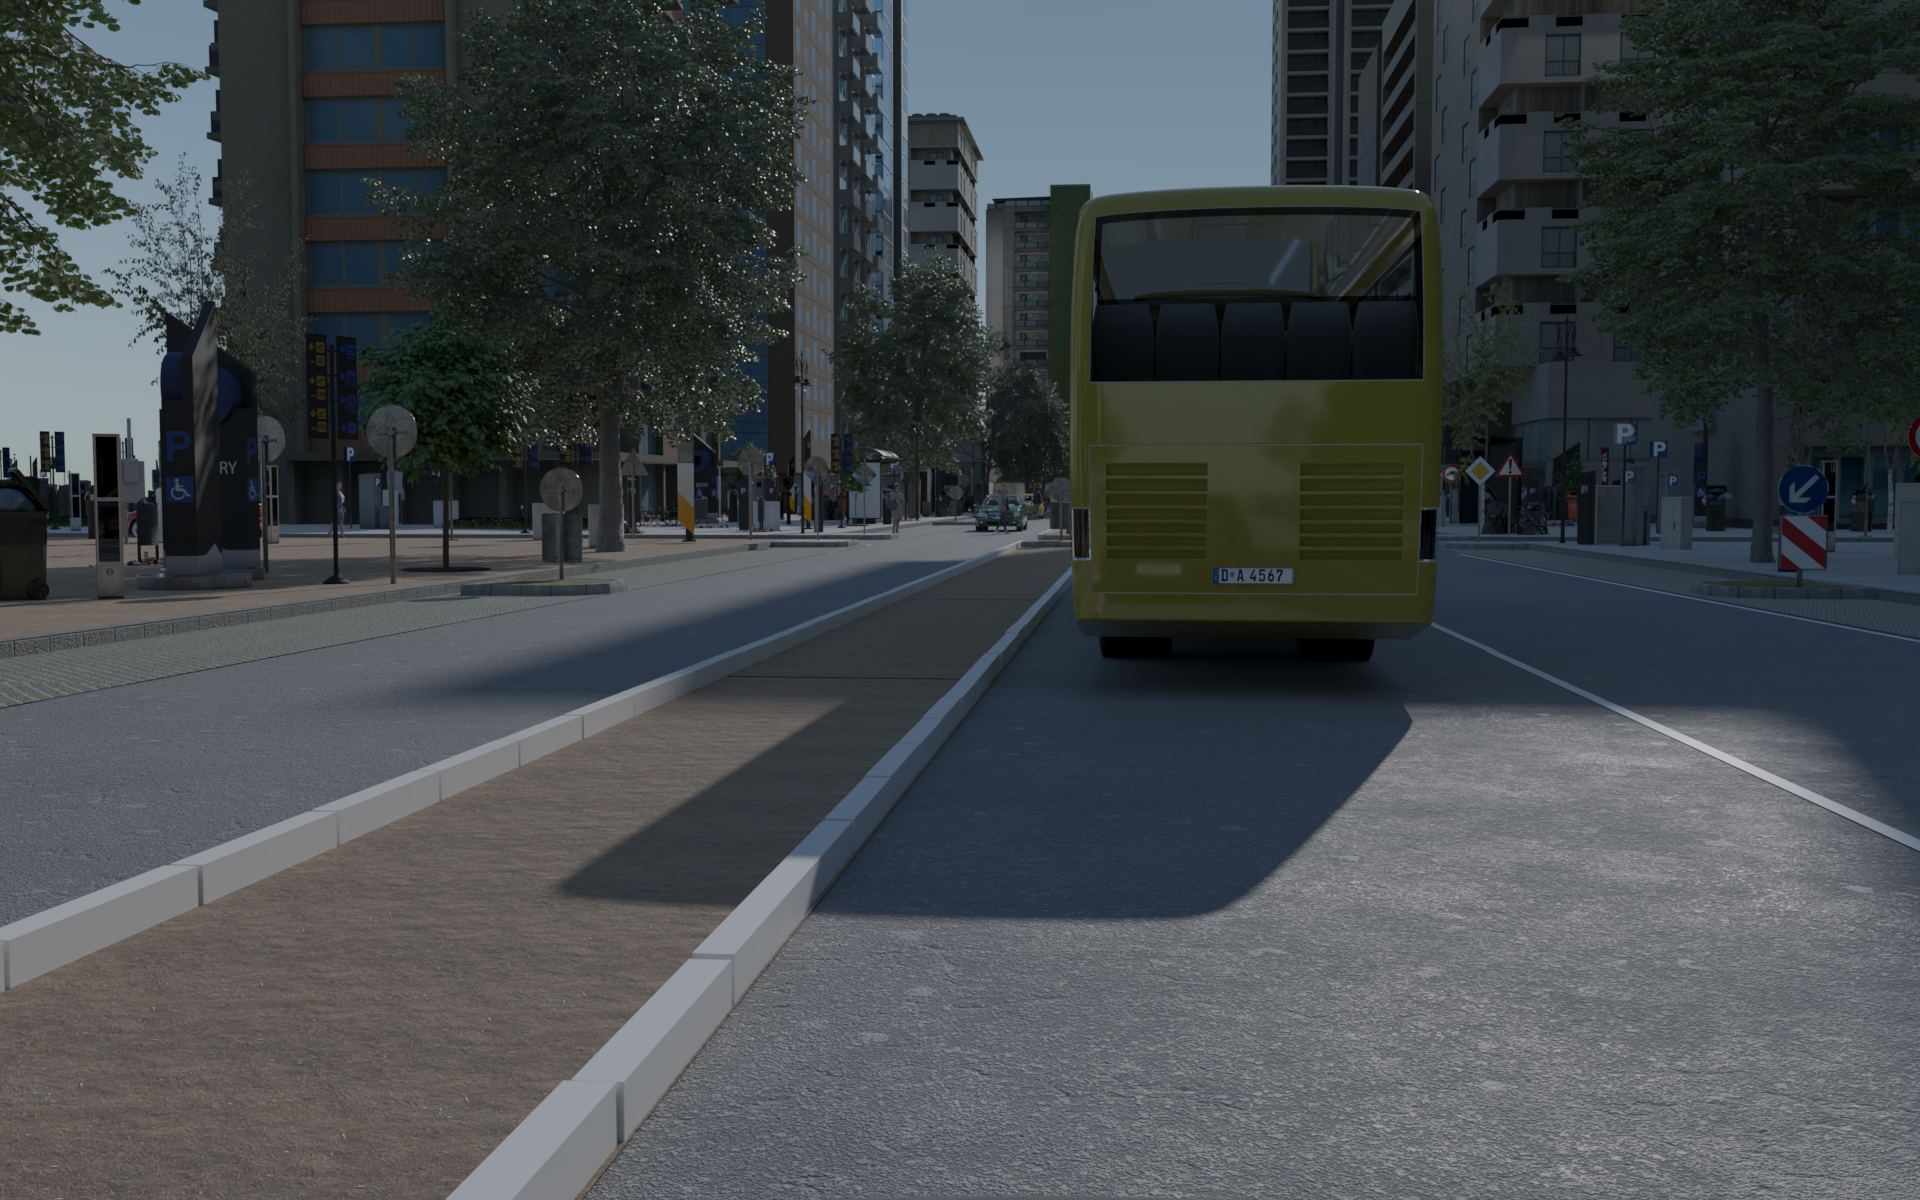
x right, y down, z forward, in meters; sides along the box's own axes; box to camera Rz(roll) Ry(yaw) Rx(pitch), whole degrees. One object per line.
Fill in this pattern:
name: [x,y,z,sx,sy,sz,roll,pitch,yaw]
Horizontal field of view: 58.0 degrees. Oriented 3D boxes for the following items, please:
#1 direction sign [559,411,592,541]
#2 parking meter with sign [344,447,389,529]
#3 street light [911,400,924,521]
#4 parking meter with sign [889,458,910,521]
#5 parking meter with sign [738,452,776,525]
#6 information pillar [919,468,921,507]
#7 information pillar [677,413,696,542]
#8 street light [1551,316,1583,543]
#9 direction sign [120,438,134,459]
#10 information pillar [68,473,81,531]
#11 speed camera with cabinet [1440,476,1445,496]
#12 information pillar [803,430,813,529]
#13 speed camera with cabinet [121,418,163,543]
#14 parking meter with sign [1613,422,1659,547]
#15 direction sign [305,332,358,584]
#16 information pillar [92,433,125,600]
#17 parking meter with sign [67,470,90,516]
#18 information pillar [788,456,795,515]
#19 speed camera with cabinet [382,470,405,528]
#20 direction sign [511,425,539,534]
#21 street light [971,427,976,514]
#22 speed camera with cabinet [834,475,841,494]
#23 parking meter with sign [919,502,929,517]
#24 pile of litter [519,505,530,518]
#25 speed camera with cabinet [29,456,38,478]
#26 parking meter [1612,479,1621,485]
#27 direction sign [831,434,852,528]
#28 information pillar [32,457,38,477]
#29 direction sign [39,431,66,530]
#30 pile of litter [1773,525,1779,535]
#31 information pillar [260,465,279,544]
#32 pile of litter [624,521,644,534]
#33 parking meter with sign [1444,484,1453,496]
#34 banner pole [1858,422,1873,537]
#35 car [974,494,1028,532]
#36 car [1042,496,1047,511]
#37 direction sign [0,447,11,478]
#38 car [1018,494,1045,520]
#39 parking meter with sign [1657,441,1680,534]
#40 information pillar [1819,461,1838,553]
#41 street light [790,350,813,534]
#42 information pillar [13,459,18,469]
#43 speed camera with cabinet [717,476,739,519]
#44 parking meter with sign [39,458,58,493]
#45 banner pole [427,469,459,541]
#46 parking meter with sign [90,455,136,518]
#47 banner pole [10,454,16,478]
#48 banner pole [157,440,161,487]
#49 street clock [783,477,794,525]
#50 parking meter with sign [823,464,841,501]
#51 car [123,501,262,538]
direction sign: [-10.470,-3.378,47.235,0.876,3.537,0.379,0,4,-1]
parking meter with sign: [-21.663,-4.116,63.565,1.738,3.016,0.543,1,4,16]
street light: [-2.079,-6.788,83.765,0.468,5.910,1.993,0,4,6]
parking meter with sign: [-2.942,-5.374,84.134,0.543,3.016,1.738,1,4,14]
parking meter with sign: [-8.459,-4.627,71.915,0.543,3.016,1.738,3,5,39]
information pillar: [-2.420,-6.453,96.862,0.504,3.616,0.183,2,4,35]
information pillar: [-7.354,-3.373,46.500,0.183,3.616,0.504,3,5,45]
street light: [15.720,-4.417,45.012,0.468,5.910,1.993,0,4,6]
direction sign: [-33.619,-4.749,69.646,0.876,3.537,0.379,0,4,7]
information pillar: [-30.873,-3.420,60.417,0.304,2.012,0.304,-3,4,-38]
speed camera with cabinet: [22.199,-5.288,80.796,0.660,3.252,2.038,1,4,22]
information pillar: [-5.570,-4.381,62.985,0.183,3.616,0.504,2,4,28]
speed camera with cabinet: [-21.213,-3.143,45.727,2.038,3.252,0.660,-3,5,-40]
parking meter with sign: [16.668,-2.850,42.853,0.543,3.016,1.738,3,4,36]
direction sign: [-8.933,-2.001,24.708,0.379,3.537,0.876,2,4,29]
information pillar: [-10.410,-1.021,21.178,0.304,2.012,0.304,-2,4,-25]
parking meter with sign: [-47.850,-6.011,94.546,1.738,3.016,0.543,0,4,-4]
information pillar: [-10.437,-7.082,107.139,0.183,3.616,0.504,3,4,38]
speed camera with cabinet: [-21.965,-4.457,67.200,0.660,3.252,2.038,-1,4,-10]
direction sign: [-14.146,-3.935,56.338,0.876,3.537,0.379,0,4,-2]
street light: [0.849,-8.495,111.676,0.468,5.910,1.993,0,4,6]
speed camera with cabinet: [-8.415,-7.942,124.190,0.660,3.252,2.038,2,4,35]
parking meter with sign: [-2.599,-6.205,97.718,1.738,3.016,0.543,0,4,6]
pile of litter: [-17.172,-3.379,69.208,1.176,0.858,1.719,-1,4,-11]
speed camera with cabinet: [-48.426,-5.782,88.864,2.038,3.252,0.660,0,4,2]
parking meter: [26.305,-3.896,69.403,0.255,1.863,0.399,-1,4,-10]
direction sign: [-4.455,-4.470,65.088,0.876,3.537,0.379,-2,4,-32]
information pillar: [-58.539,-7.237,109.678,0.183,3.616,0.504,0,4,1]
direction sign: [-32.714,-4.312,62.499,0.379,3.537,0.876,2,4,35]
pile of litter: [26.305,-2.527,55.276,1.719,0.858,1.176,-3,5,-40]
information pillar: [-17.786,-2.455,44.638,0.304,2.012,0.304,1,4,15]
pile of litter: [-10.935,-2.588,56.281,1.176,0.858,1.719,-2,4,-30]
parking meter with sign: [28.837,-6.616,104.434,1.738,3.016,0.543,2,4,31]
banner pole: [27.092,-3.773,51.699,0.401,3.779,0.863,2,4,26]
car: [1.645,-3.420,67.721,2.131,1.459,4.920,0,4,6]
car: [6.179,-7.923,142.124,1.945,1.354,3.894,0,4,7]
direction sign: [-46.132,-5.588,83.356,0.379,3.537,0.876,2,4,34]
car: [3.832,-5.385,98.260,2.015,1.641,3.980,0,4,7]
parking meter with sign: [22.823,-3.643,55.823,0.543,3.016,1.738,0,4,0]
information pillar: [19.090,-2.055,38.090,0.304,2.012,0.304,1,4,17]
street light: [-5.088,-5.081,55.863,0.468,5.910,1.993,0,4,6]
information pillar: [-63.847,-7.688,117.057,0.183,3.616,0.504,1,4,14]
speed camera with cabinet: [-11.194,-5.443,83.329,2.038,3.252,0.660,0,4,-2]
parking meter with sign: [-43.454,-5.233,81.822,0.543,3.016,1.738,0,4,5]
banner pole: [-14.296,-3.533,47.783,0.863,3.779,0.401,-1,4,-11]
parking meter with sign: [-37.804,-4.965,77.441,1.738,3.016,0.543,0,4,6]
banner pole: [-58.646,-7.166,107.174,0.863,3.779,0.401,1,4,13]
banner pole: [-32.481,-4.944,70.849,0.863,3.779,0.401,2,4,25]
street clock: [-7.155,-4.141,72.268,0.471,2.002,0.358,0,4,-4]
parking meter with sign: [-7.656,-6.423,101.278,0.543,3.016,1.738,-3,4,-38]
car: [-23.610,-2.722,53.543,4.494,1.783,2.155,0,4,6]
